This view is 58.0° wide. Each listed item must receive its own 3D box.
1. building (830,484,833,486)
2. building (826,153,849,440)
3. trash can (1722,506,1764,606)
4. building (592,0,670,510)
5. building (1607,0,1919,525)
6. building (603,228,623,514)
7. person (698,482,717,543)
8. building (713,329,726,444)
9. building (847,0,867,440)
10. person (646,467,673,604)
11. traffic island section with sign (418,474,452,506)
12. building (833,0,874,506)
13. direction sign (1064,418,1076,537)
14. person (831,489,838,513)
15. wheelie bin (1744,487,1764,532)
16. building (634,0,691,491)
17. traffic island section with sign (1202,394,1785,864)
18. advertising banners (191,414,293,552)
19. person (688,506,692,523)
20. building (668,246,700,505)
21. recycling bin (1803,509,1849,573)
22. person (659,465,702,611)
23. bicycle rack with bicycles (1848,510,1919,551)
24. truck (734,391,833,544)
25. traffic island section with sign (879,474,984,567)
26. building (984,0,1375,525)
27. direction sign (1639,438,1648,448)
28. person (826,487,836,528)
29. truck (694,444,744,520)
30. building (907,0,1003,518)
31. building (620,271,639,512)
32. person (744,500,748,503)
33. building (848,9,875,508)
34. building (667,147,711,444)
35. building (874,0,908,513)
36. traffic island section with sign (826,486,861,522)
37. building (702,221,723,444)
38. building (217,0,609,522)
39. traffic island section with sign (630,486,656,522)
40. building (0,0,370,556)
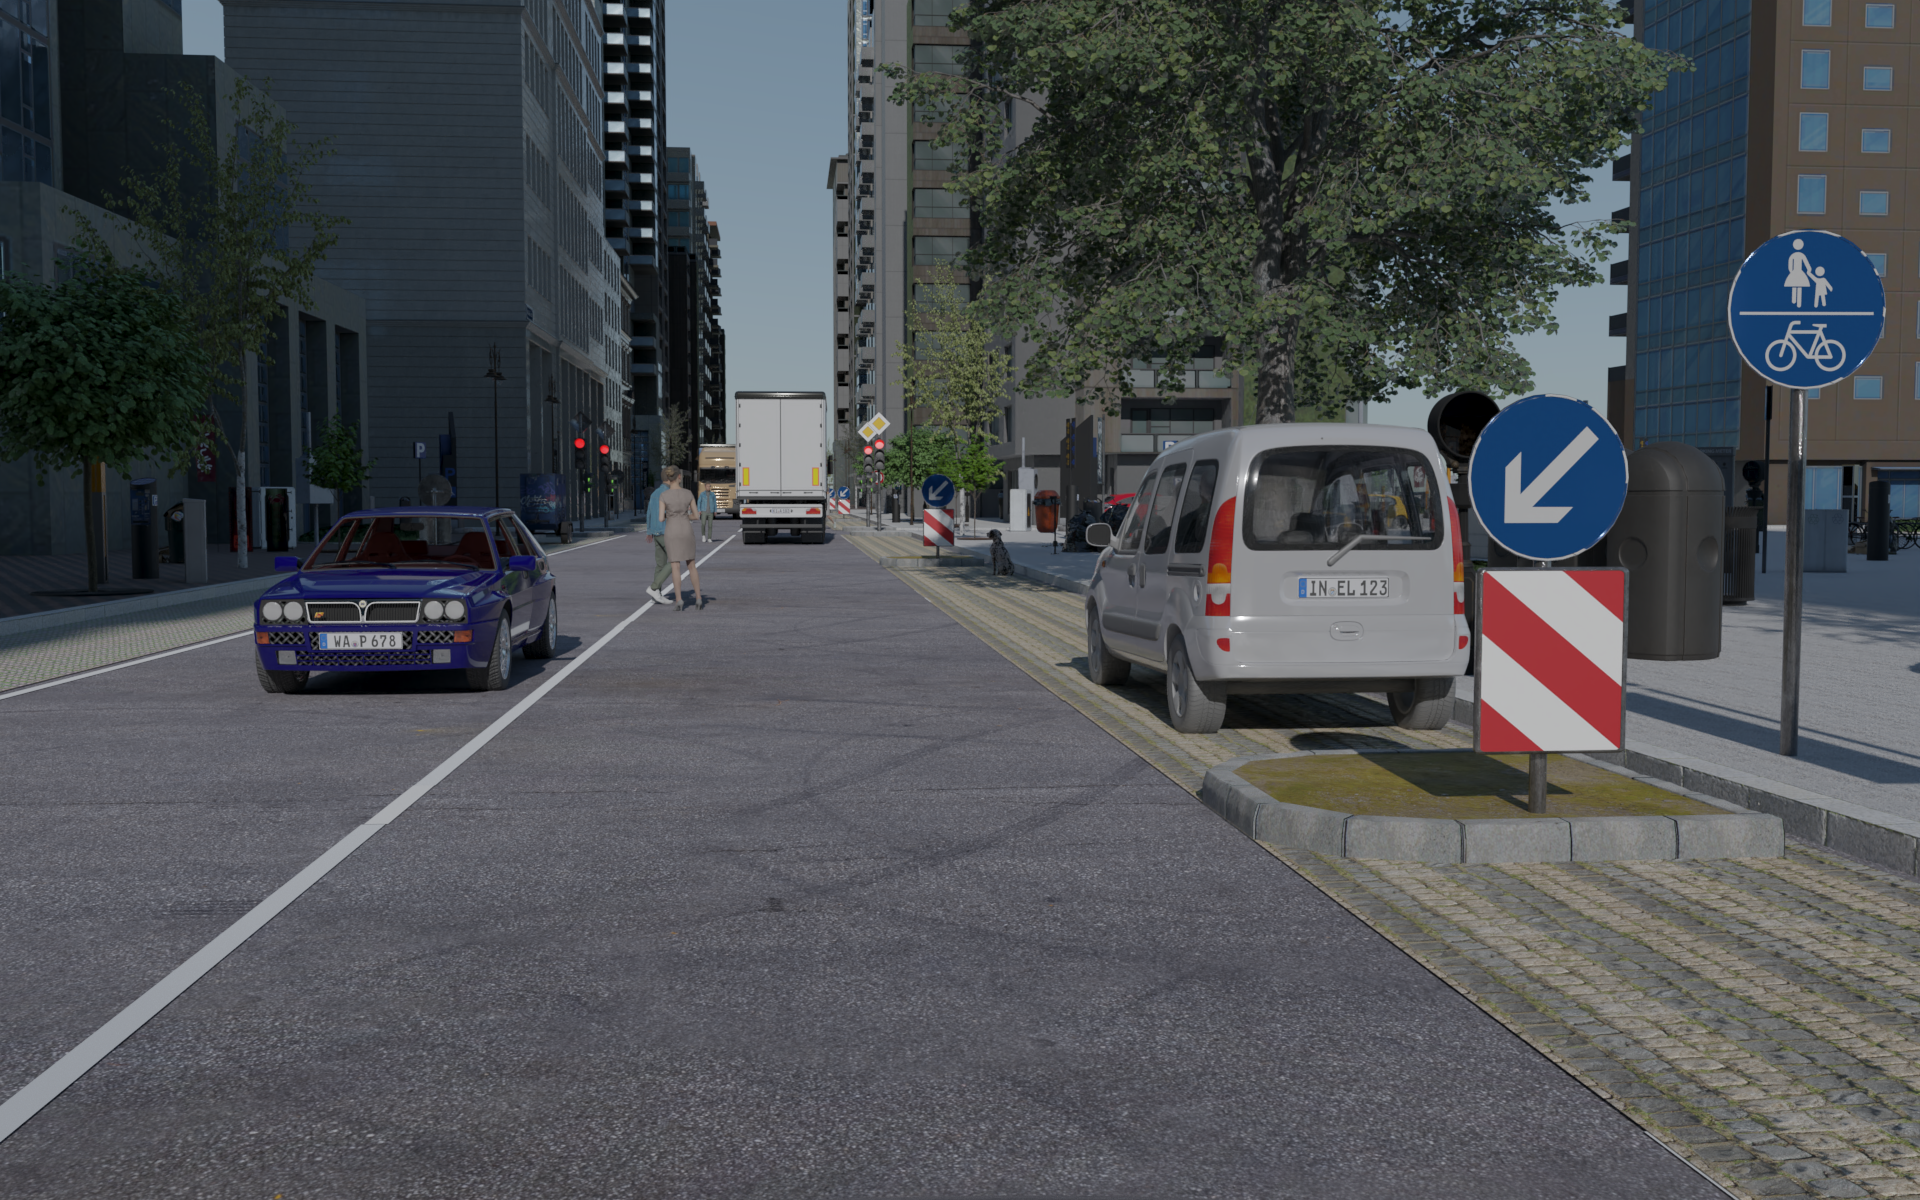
[{"bbox_3d":[-7.096,-36.611,290.475,32.217,40.220,23.993,0,4,-6],"label":"building"},{"bbox_3d":[-5.558,-41.296,264.421,28.713,52.752,27.495,0,4,-6],"label":"building"},{"bbox_3d":[8.866,-0.512,20.025,0.748,1.137,0.748,0,3,0],"label":"trash can"},{"bbox_3d":[-37.108,-51.430,153.549,22.319,86.520,31.000,0,4,-6],"label":"building"},{"bbox_3d":[39.334,-26.130,77.343,14.200,45.320,14.600,0,4,-6],"label":"building"},{"bbox_3d":[-26.324,-15.221,103.613,10.420,20.320,16.860,0,4,-6],"label":"building"},{"bbox_3d":[-7.474,-2.592,51.229,0.601,1.785,0.444,-1,4,-16],"label":"person"},{"bbox_3d":[-46.558,-31.743,290.705,14.160,30.474,14.107,0,4,-6],"label":"building"},{"bbox_3d":[-7.066,-48.995,239.318,20.563,71.187,20.611,0,4,-6],"label":"building"},{"bbox_3d":[-3.887,-0.837,22.532,0.444,1.785,0.601,-1,4,-22],"label":"person"},{"bbox_3d":[-10.328,-1.548,33.938,1.989,1.847,2.006,0,4,-6],"label":"traffic island section with sign"},{"bbox_3d":[-3.336,-54.337,201.075,22.319,86.520,31.000,0,4,-6],"label":"building"},{"bbox_3d":[3.311,-3.658,51.799,0.379,3.537,0.876,-1,4,-14],"label":"direction sign"},{"bbox_3d":[-8.867,-6.949,122.391,0.850,1.792,0.678,-1,4,-10],"label":"person"},{"bbox_3d":[27.321,-3.156,59.516,0.693,1.594,0.980,1,4,16],"label":"wheelie bin"},{"bbox_3d":[-38.823,-45.350,179.732,20.563,71.187,20.611,0,4,-6],"label":"building"},{"bbox_3d":[2.153,0.061,7.636,1.989,1.847,2.006,0,4,-6],"label":"traffic island section with sign"},{"bbox_3d":[-15.874,-2.573,38.259,2.074,3.025,0.090,-1,4,-12],"label":"advertising banners"},{"bbox_3d":[-13.258,-4.519,84.987,0.503,1.515,0.523,2,4,35],"label":"person"},{"bbox_3d":[-37.364,-26.142,199.130,14.160,30.474,14.107,0,4,-6],"label":"building"},{"bbox_3d":[14.186,-0.982,28.617,0.722,1.027,0.722,1,4,11],"label":"recycling bin"},{"bbox_3d":[-3.430,-0.757,21.217,0.599,1.781,0.374,-2,4,-27],"label":"person"},{"bbox_3d":[21.221,-1.635,40.111,2.852,0.926,2.925,-3,5,-42],"label":"bicycle rack with bicycles"},{"bbox_3d":[-5.290,-3.905,52.754,2.839,4.237,11.283,0,4,-4],"label":"truck"},{"bbox_3d":[-0.611,-1.607,34.905,1.989,1.847,2.006,0,4,-6],"label":"traffic island section with sign"},{"bbox_3d":[8.649,-23.831,73.226,14.086,41.232,14.154,0,4,-6],"label":"building"},{"bbox_3d":[27.716,-4.788,70.284,0.379,3.537,0.876,3,5,41],"label":"direction sign"},{"bbox_3d":[-5.436,-3.770,70.893,0.466,1.731,0.760,3,5,43],"label":"person"},{"bbox_3d":[-13.612,-6.750,99.271,2.839,4.237,11.283,0,4,-6],"label":"truck"},{"bbox_3d":[3.799,-20.086,100.110,14.160,30.474,14.107,0,4,-6],"label":"building"},{"bbox_3d":[-28.604,-15.716,121.580,10.561,19.102,19.286,0,4,-6],"label":"building"},{"bbox_3d":[-17.488,-8.090,140.867,0.778,1.811,0.616,-3,4,-37],"label":"person"},{"bbox_3d":[1.027,-33.775,171.832,23.786,49.044,30.456,0,4,-6],"label":"building"},{"bbox_3d":[-45.959,-37.873,238.824,23.786,49.044,30.456,0,4,-6],"label":"building"},{"bbox_3d":[4.126,-35.874,128.539,21.231,58.520,28.212,0,4,-6],"label":"building"},{"bbox_3d":[-6.179,-4.990,90.217,1.989,1.847,2.006,0,4,-6],"label":"traffic island section with sign"},{"bbox_3d":[-48.263,-37.545,268.479,22.147,44.769,28.867,0,4,-6],"label":"building"},{"bbox_3d":[-23.515,-18.514,80.201,11.434,29.767,29.804,0,4,-6],"label":"building"},{"bbox_3d":[-15.883,-4.918,89.038,1.989,1.847,2.006,0,4,-6],"label":"traffic island section with sign"},{"bbox_3d":[-33.922,-44.627,42.330,31.000,86.520,22.319,0,4,-6],"label":"building"}]
